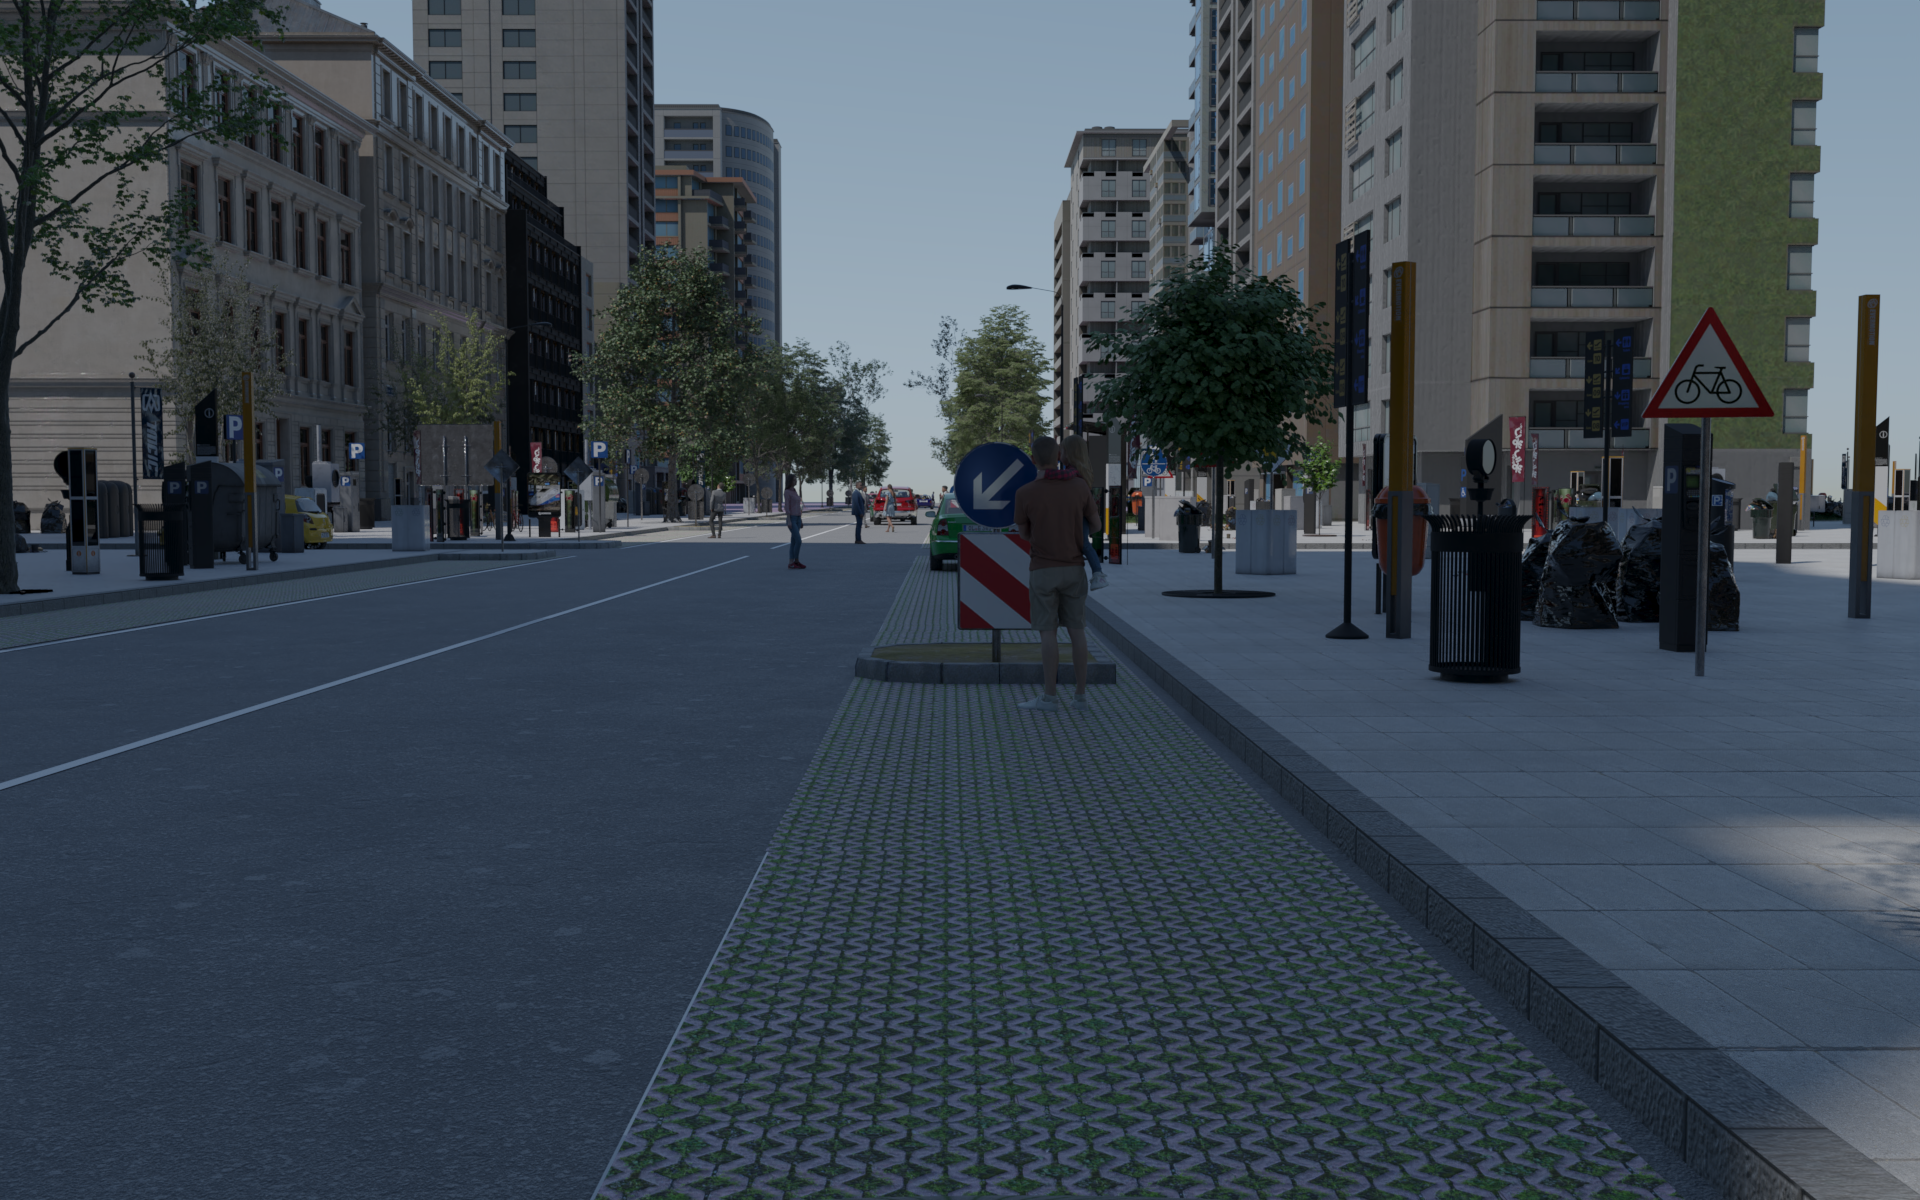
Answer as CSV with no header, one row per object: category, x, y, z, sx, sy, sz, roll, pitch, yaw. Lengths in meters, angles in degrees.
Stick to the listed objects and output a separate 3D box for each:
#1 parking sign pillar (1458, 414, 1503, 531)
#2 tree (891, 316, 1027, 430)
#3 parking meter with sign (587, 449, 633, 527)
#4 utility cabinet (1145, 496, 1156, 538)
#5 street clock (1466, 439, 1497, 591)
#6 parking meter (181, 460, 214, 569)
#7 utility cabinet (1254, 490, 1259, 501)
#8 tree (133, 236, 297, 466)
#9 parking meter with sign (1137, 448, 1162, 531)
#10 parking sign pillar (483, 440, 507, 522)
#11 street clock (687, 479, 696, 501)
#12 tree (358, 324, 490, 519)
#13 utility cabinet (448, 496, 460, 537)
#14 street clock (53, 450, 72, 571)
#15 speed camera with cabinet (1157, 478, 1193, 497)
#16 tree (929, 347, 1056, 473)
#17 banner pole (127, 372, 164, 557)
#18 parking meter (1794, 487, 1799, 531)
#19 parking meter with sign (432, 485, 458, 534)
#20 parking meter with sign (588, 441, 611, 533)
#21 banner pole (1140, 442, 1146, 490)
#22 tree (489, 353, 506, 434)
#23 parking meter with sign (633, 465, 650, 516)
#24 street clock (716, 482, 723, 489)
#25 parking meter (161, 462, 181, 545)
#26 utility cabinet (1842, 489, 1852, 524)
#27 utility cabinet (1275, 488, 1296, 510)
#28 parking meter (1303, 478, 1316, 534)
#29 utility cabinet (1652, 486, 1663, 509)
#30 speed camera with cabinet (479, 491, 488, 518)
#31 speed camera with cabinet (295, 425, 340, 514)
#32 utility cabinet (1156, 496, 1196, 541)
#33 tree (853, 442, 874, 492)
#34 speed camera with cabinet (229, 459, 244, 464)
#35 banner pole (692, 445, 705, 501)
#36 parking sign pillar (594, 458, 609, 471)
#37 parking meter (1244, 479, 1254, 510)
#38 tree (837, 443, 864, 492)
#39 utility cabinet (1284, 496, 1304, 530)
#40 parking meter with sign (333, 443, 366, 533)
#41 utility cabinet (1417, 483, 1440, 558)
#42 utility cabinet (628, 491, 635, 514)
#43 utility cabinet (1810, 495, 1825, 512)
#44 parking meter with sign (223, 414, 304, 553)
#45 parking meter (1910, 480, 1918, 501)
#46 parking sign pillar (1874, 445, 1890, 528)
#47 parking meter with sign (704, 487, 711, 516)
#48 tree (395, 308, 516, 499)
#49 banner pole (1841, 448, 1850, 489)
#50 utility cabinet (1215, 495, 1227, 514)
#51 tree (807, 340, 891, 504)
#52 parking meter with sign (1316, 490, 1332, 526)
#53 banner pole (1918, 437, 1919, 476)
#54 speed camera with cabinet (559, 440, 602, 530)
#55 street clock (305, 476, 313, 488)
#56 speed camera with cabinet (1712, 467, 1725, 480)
parking sign pillar,17.552,-4.272,58.326,1.447,3.967,1.447,-1,4,-12
tree,0.770,-20.090,184.363,12.611,20.169,13.585,0,3,0
parking meter with sign,-13.742,-4.347,67.333,1.738,3.016,0.543,0,4,3
utility cabinet,5.947,-2.442,51.082,1.020,1.237,0.306,3,5,42
street clock,6.860,-1.117,22.836,0.358,2.002,0.471,3,5,41
parking meter,-13.084,-1.473,29.788,0.399,1.863,0.255,-3,4,-39
utility cabinet,14.303,-4.655,84.793,0.318,1.500,1.173,0,4,-6
tree,-21.883,-6.105,50.186,4.360,8.622,3.978,0,3,0
parking meter with sign,6.687,-3.980,61.340,0.543,3.016,1.738,1,4,19
parking sign pillar,-21.078,-5.542,79.090,1.447,3.967,1.447,1,4,11
street clock,-13.268,-4.958,85.625,0.358,2.002,0.471,1,4,16
tree,-23.395,-7.588,74.430,4.360,8.622,3.978,0,3,0
utility cabinet,-15.095,-2.480,51.717,0.306,1.237,1.020,-1,4,-14
street clock,-14.807,-1.488,28.895,0.471,2.002,0.358,0,4,-2
speed camera with cabinet,10.748,-5.696,87.464,2.038,3.252,0.660,0,4,5
tree,2.772,-13.054,130.435,9.611,12.733,9.660,0,3,0
banner pole,-16.833,-2.800,35.798,0.401,3.779,0.863,3,4,38
parking meter,27.610,-3.002,57.487,0.372,1.533,0.369,0,3,0
parking meter with sign,-16.726,-3.653,55.984,0.543,3.016,1.738,1,4,18
parking meter with sign,-12.120,-3.788,58.196,0.543,3.016,1.738,-1,4,-13
banner pole,8.807,-5.715,83.458,0.401,3.779,0.863,-1,4,-22
tree,-23.618,-8.116,83.065,4.360,8.622,3.978,0,3,0
parking meter with sign,-19.094,-6.556,103.445,0.543,3.016,1.738,-3,4,-38
street clock,-13.370,-5.606,96.230,0.471,2.002,0.358,-1,4,-13
parking meter,-14.068,-1.547,31.005,0.399,1.863,0.255,-2,4,-25
utility cabinet,37.955,-3.942,73.128,1.173,1.500,0.318,1,4,14
utility cabinet,12.955,-3.691,69.028,0.318,1.500,1.173,3,4,38
parking meter,11.204,-3.046,55.513,0.399,1.863,0.255,1,4,22
utility cabinet,20.276,-2.475,49.137,1.173,1.500,0.318,1,4,23
speed camera with cabinet,-24.515,-5.888,90.612,0.660,3.252,2.038,2,4,32
speed camera with cabinet,-18.181,-3.344,49.017,0.660,3.252,2.038,0,4,0
utility cabinet,5.983,-2.229,47.601,1.020,1.237,0.306,3,5,39
tree,-13.731,-17.768,240.866,4.737,8.622,4.395,0,3,0
speed camera with cabinet,-19.327,-3.183,46.386,0.660,3.252,2.038,-2,4,-30
banner pole,-13.374,-6.017,88.388,0.863,3.779,0.401,1,4,13
parking sign pillar,-22.420,-7.366,108.902,1.447,3.967,1.447,2,4,28
parking meter,11.134,-3.731,66.719,0.255,1.863,0.399,-1,4,-18
tree,-14.702,-17.028,228.767,4.360,8.622,3.978,0,3,0
utility cabinet,11.928,-3.093,61.733,0.306,1.237,1.020,3,5,44
parking meter with sign,-20.562,-3.792,58.253,0.543,3.016,1.738,0,4,2
utility cabinet,9.221,-1.593,34.727,0.318,1.500,1.173,-1,4,-11
utility cabinet,-20.866,-6.316,111.953,1.173,1.500,0.318,0,4,7
utility cabinet,46.963,-5.138,95.170,1.020,1.237,0.306,0,4,-2
parking meter with sign,-15.199,-2.548,37.928,1.738,3.016,0.543,1,4,18
parking meter,39.582,-4.041,71.782,0.399,1.863,0.255,-2,4,-30
parking sign pillar,34.629,-4.712,65.516,1.447,3.967,1.447,0,4,2
parking meter with sign,-15.117,-6.585,103.932,0.543,3.016,1.738,-1,4,-22
tree,-19.618,-7.177,67.713,4.737,8.622,4.395,0,3,0
banner pole,48.018,-6.360,94.000,0.401,3.779,0.863,0,4,1
utility cabinet,14.149,-4.966,92.358,1.020,1.237,0.306,2,4,29
tree,-14.863,-22.042,216.273,12.611,20.169,13.585,0,3,0
parking meter with sign,14.637,-4.522,70.189,0.543,3.016,1.738,-1,4,-9
banner pole,41.630,-5.193,74.922,0.401,3.779,0.863,0,4,-3
speed camera with cabinet,-13.662,-4.149,62.168,0.660,3.252,2.038,2,4,25
street clock,-25.375,-3.862,67.720,0.358,2.002,0.471,0,4,5
speed camera with cabinet,47.127,-6.922,107.506,2.038,3.252,0.660,-1,4,-18
